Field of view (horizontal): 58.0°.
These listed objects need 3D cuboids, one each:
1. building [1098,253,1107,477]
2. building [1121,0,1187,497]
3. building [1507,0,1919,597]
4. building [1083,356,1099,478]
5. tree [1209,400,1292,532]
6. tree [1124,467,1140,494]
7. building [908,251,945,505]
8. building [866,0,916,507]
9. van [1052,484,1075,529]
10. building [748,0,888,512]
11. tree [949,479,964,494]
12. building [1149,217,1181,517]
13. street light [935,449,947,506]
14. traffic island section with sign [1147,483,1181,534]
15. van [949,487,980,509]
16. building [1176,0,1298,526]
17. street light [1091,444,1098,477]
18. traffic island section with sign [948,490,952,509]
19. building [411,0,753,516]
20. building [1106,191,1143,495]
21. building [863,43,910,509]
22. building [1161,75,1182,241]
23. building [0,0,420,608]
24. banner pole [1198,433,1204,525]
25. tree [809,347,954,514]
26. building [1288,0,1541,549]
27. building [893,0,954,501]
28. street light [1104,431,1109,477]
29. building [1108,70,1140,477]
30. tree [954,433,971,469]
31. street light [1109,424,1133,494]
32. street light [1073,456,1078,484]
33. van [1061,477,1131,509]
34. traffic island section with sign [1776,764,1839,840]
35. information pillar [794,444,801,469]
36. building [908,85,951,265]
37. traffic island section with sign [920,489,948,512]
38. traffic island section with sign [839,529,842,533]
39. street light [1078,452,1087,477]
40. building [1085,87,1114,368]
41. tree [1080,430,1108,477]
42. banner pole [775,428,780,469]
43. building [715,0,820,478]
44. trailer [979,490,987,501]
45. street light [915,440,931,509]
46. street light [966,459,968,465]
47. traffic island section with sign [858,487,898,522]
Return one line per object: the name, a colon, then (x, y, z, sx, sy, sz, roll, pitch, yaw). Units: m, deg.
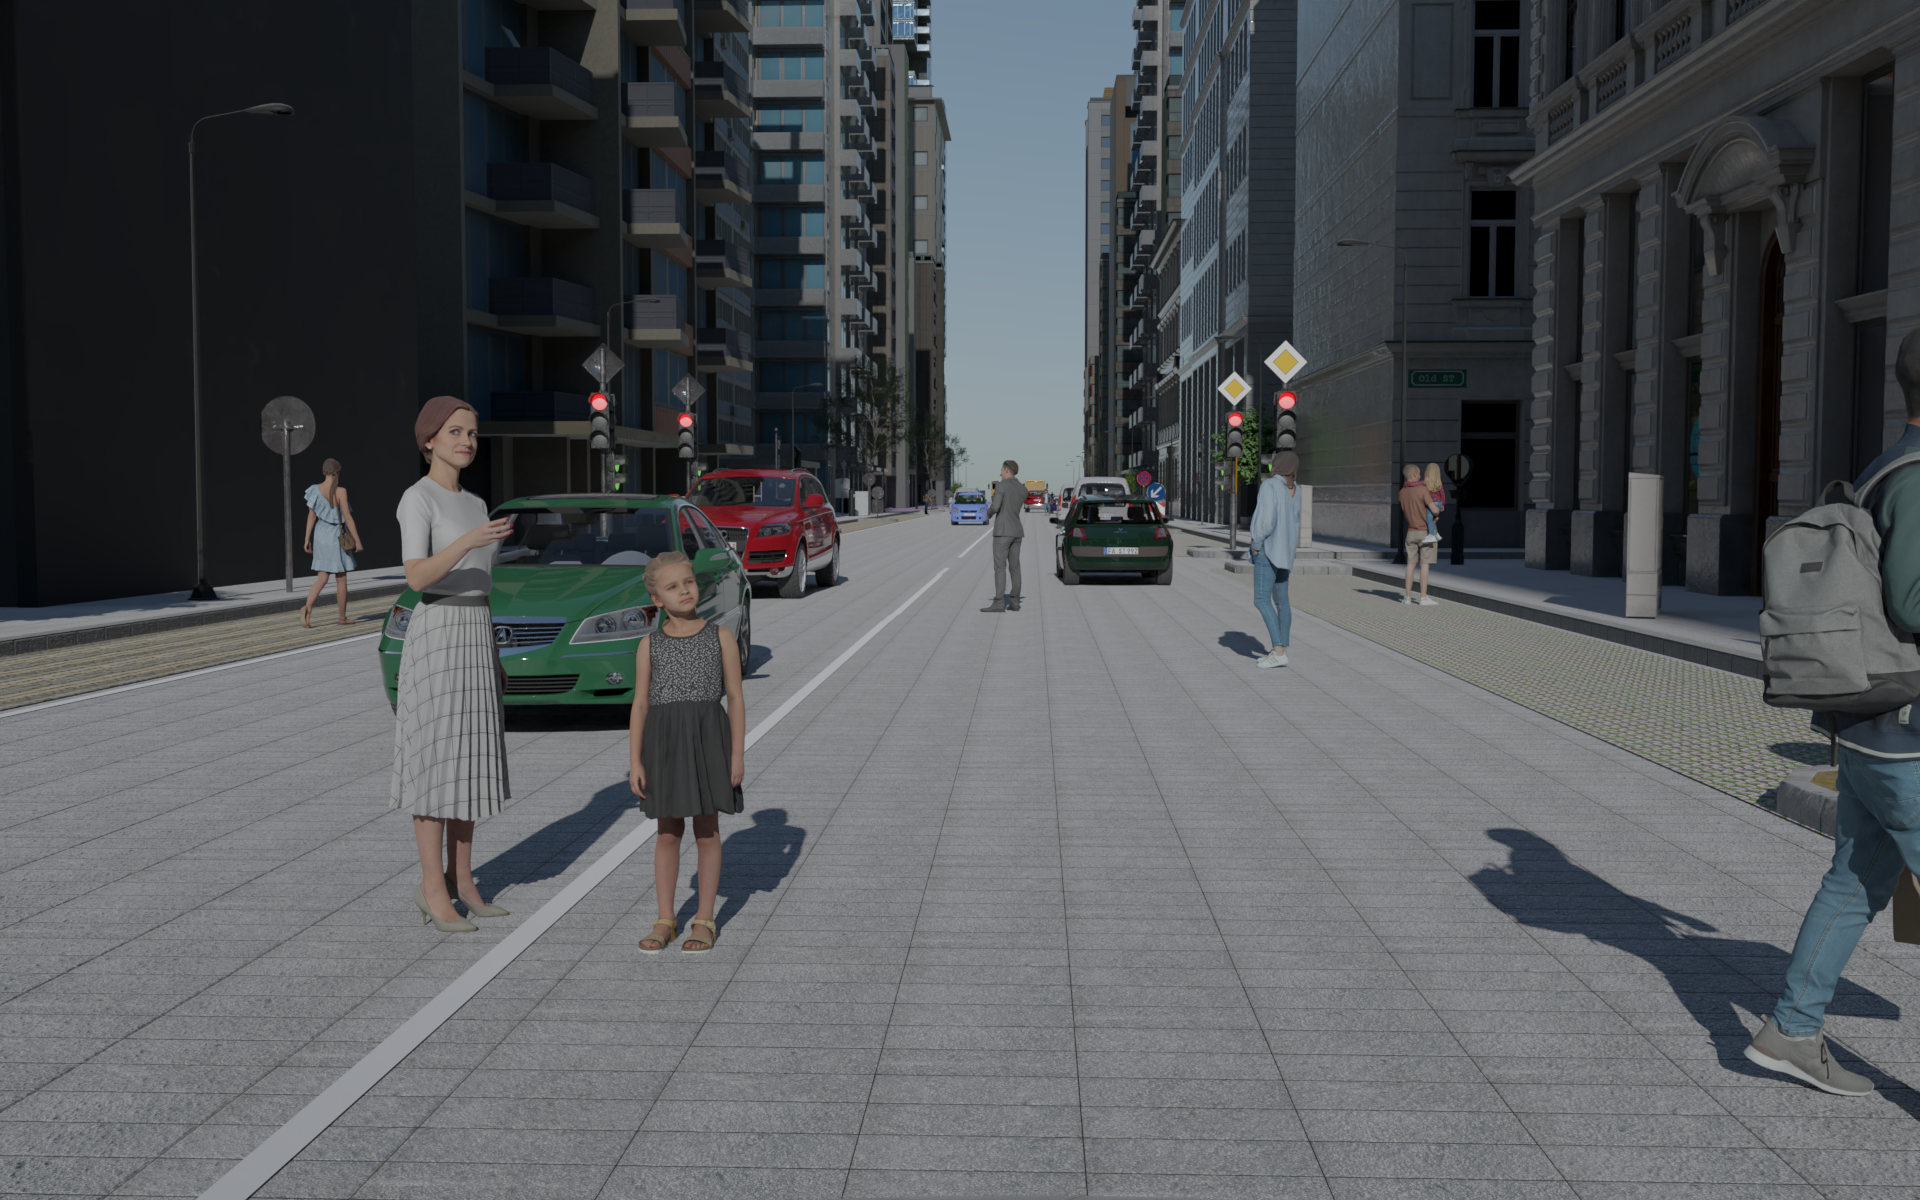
building: (23.604, -26.676, 207.849, 14.160, 30.474, 14.107, 0, 4, 2)
building: (25.784, -32.086, 144.219, 23.786, 49.044, 30.456, 0, 4, 2)
building: (14.274, -11.699, 20.159, 11.050, 23.489, 19.941, 0, 4, 2)
building: (30.660, -23.547, 230.030, 27.650, 21.520, 28.899, 0, 4, 2)
tree: (10.293, -4.611, 59.097, 4.285, 4.588, 4.351, 0, 3, 0)
tree: (12.075, -7.782, 121.832, 1.663, 3.219, 1.824, 0, 3, 0)
building: (-9.185, -26.634, 207.159, 14.160, 30.474, 14.107, 0, 4, 2)
building: (-14.874, -44.743, 169.796, 20.563, 71.187, 20.611, 0, 4, 2)
van: (4.885, -4.020, 72.743, 2.013, 2.044, 4.112, 0, 4, 3)
building: (-18.061, -31.258, 130.670, 23.786, 49.044, 30.456, 0, 4, 2)
tree: (-0.494, -14.121, 225.480, 1.663, 3.219, 1.824, 0, 3, 0)
building: (17.271, -14.653, 104.208, 10.561, 19.102, 19.286, 0, 4, 2)
street light: (-2.004, -12.712, 180.382, 1.470, 5.913, 1.316, 0, 4, 2)
traffic island section with sign: (6.928, -3.300, 62.582, 1.989, 1.847, 2.006, 0, 4, 2)
van: (0.405, -5.839, 102.473, 2.013, 2.044, 4.112, 0, 4, 4)
building: (16.709, -18.422, 78.700, 11.434, 29.767, 29.804, 0, 4, 2)
street light: (12.818, -11.454, 159.820, 1.470, 5.913, 1.316, 0, 4, 2)
traffic island section with sign: (-1.058, -9.676, 166.833, 1.989, 1.847, 2.006, 0, 4, 2)
building: (-18.838, -24.467, 54.656, 22.147, 44.769, 28.867, 0, 4, 2)
building: (21.791, -24.190, 167.211, 14.160, 30.474, 14.107, 0, 4, 2)
building: (-11.998, -28.726, 153.261, 14.154, 41.232, 14.086, 0, 4, 2)
building: (21.137, -21.469, 122.720, 14.160, 30.474, 14.107, 0, 4, 2)
building: (-18.037, -11.963, 25.271, 15.834, 23.373, 12.332, 0, 4, 2)
banner pole: (9.918, -4.973, 71.330, 0.401, 3.779, 0.863, -1, 4, -9)
tree: (-5.990, -10.774, 110.566, 8.767, 10.594, 7.601, 1, 4, 21)
building: (31.901, -16.547, 46.962, 44.131, 29.872, 17.030, 0, 4, 2)
building: (-11.784, -57.709, 256.215, 22.319, 86.520, 31.000, 0, 4, 2)
street light: (11.336, -9.500, 127.866, 1.470, 5.913, 1.316, 0, 4, 2)
building: (22.882, -32.522, 181.843, 14.600, 45.320, 14.200, 0, 4, 2)
tree: (-3.028, -15.605, 189.559, 8.767, 10.594, 7.601, -1, 4, -9)
street light: (10.795, -8.657, 114.084, 1.470, 5.913, 1.316, 0, 4, 2)
street light: (14.848, -14.580, 210.923, 1.470, 5.913, 1.316, 0, 4, 2)
van: (3.560, -2.245, 43.716, 2.013, 2.044, 4.112, 0, 4, 4)
traffic island section with sign: (4.619, 0.087, 7.212, 1.989, 1.847, 2.006, 0, 4, 2)
information pillar: (-7.368, -5.296, 77.942, 0.504, 3.616, 0.183, 2, 4, 32)
building: (-15.997, -39.080, 228.202, 28.713, 52.752, 27.495, 0, 4, 2)
traffic island section with sign: (-2.203, -7.993, 139.316, 1.989, 1.847, 2.006, 0, 4, 2)
traffic island section with sign: (-5.372, -3.342, 63.276, 1.989, 1.847, 2.006, 0, 4, 2)
street light: (14.111, -13.377, 191.257, 1.470, 5.913, 1.316, 0, 4, 2)
building: (29.082, -43.761, 257.493, 21.231, 58.520, 28.212, 0, 4, 2)
tree: (15.890, -15.231, 199.385, 4.360, 8.622, 3.978, 0, 3, 0)
banner pole: (-6.937, -4.648, 66.016, 0.401, 3.779, 0.863, 1, 4, 8)
building: (-24.030, -24.313, 89.406, 32.217, 40.220, 23.993, 0, 4, 2)
trailer: (3.333, -15.847, 266.148, 1.471, 1.999, 3.904, 0, 4, 3)
street light: (-3.197, -10.789, 148.940, 1.470, 5.913, 1.316, 0, 4, 2)
street light: (0.279, -15.820, 231.203, 1.470, 5.913, 1.316, 0, 4, 2)
traffic island section with sign: (-4.249, -4.990, 90.208, 1.989, 1.847, 2.006, 0, 4, 2)
